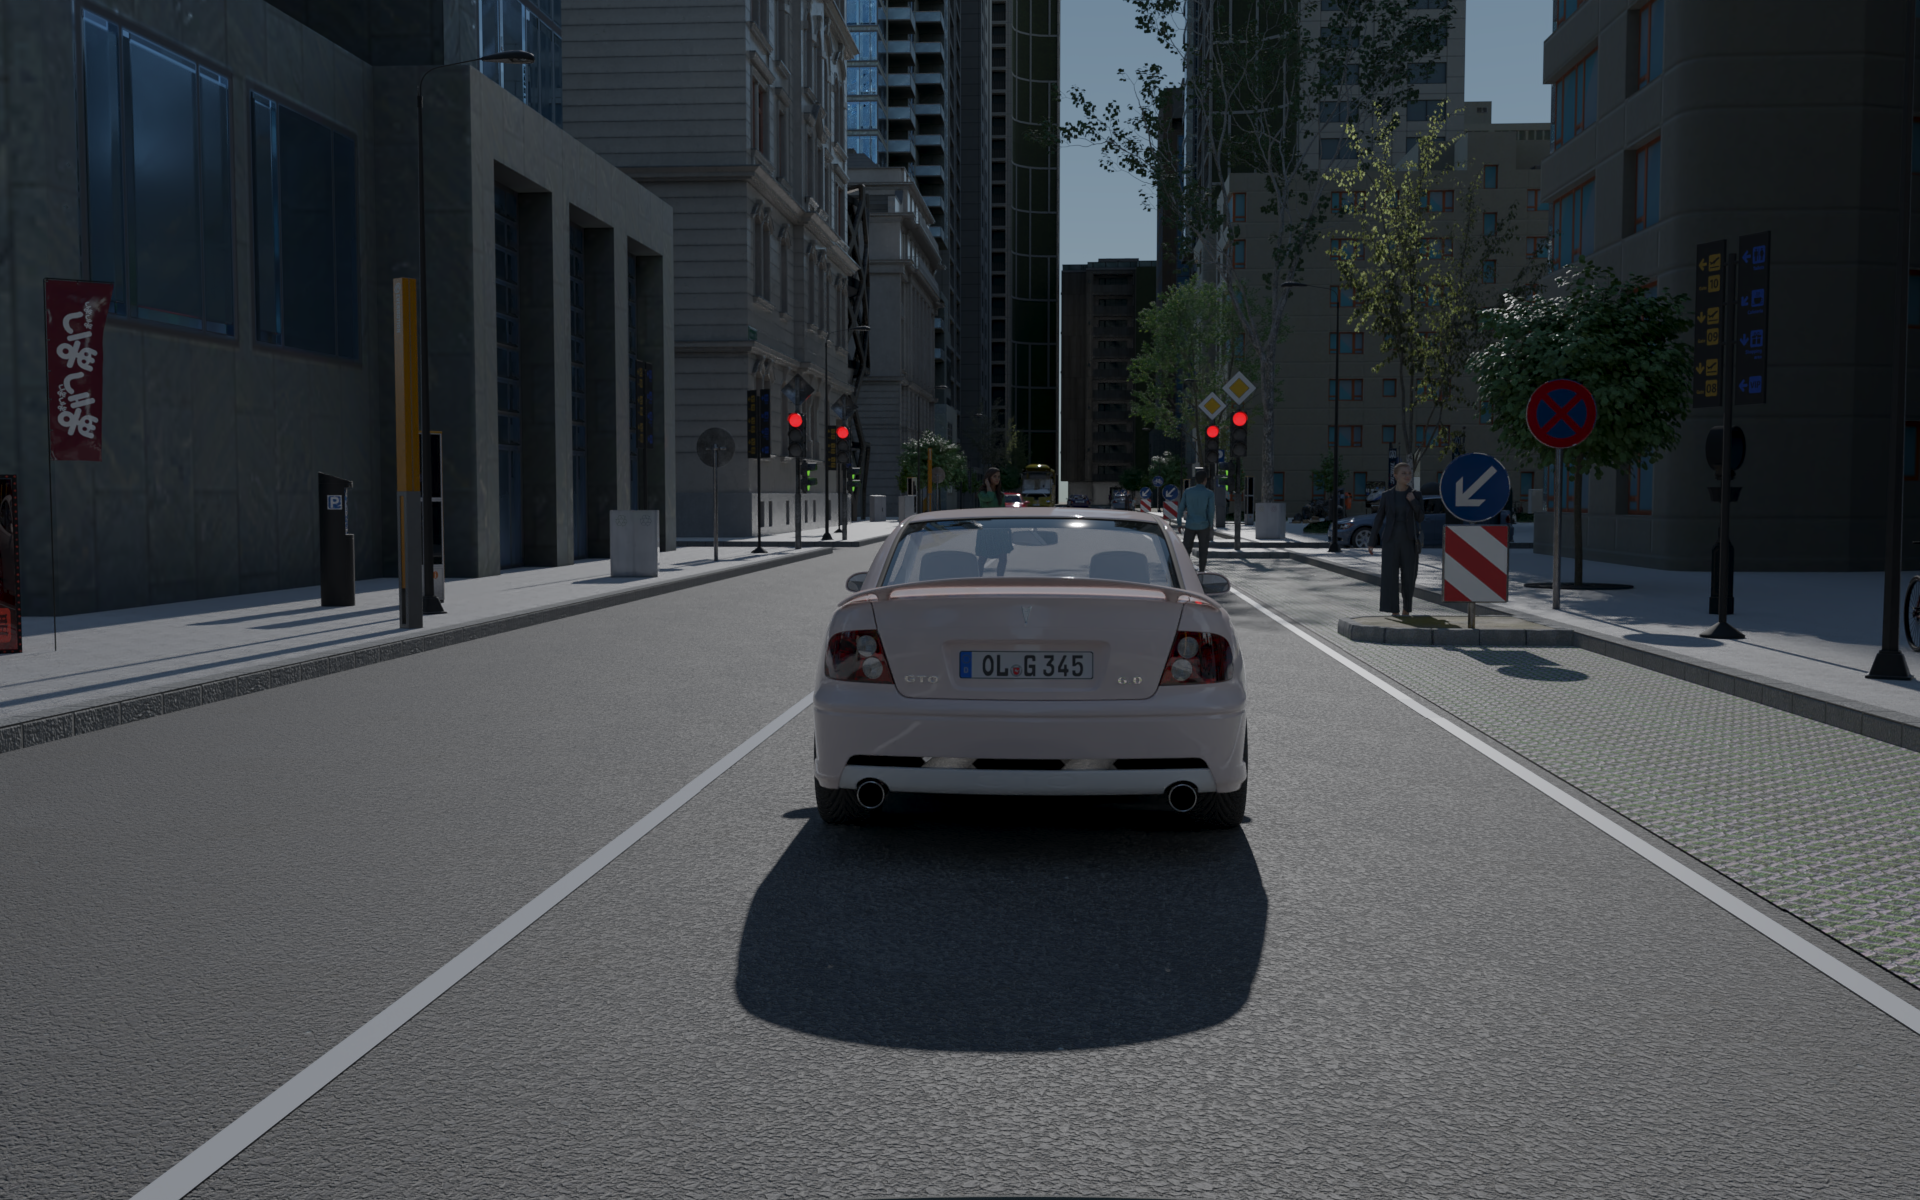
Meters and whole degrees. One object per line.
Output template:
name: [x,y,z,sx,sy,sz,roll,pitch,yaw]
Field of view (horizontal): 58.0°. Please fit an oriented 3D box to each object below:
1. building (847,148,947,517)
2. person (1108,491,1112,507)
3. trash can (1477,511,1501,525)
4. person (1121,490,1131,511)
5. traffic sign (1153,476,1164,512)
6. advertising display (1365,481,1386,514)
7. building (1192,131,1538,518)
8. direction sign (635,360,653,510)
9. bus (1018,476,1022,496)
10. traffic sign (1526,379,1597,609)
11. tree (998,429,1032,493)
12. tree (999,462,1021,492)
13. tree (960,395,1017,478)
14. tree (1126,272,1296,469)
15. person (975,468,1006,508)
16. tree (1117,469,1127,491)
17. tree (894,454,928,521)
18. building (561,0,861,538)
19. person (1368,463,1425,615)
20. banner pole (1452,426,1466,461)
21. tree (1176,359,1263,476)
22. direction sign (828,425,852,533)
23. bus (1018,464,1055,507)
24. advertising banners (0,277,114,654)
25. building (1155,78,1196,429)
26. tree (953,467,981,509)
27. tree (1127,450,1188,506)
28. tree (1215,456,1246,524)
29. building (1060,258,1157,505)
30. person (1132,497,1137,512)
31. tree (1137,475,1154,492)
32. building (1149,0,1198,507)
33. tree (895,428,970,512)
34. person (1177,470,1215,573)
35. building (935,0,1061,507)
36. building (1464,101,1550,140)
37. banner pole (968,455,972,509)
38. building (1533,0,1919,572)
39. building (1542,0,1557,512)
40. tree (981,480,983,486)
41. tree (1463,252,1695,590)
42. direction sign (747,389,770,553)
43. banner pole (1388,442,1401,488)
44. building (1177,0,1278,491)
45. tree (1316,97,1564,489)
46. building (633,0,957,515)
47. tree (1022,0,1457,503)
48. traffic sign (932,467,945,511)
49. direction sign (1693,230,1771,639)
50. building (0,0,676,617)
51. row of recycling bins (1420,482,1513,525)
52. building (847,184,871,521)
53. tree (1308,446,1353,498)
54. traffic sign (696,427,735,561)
building: [-8.384,-16.287,108.098,13.314,21.916,24.055,0,4,4]
person: [15.582,-10.475,180.450,0.721,1.739,1.217,0,4,-6]
trash can: [11.253,-1.554,37.061,0.748,1.137,0.748,0,3,0]
person: [12.586,-7.459,131.251,0.742,1.727,0.445,-1,4,-15]
traffic sign: [13.908,-7.432,121.626,0.768,2.556,0.104,1,4,10]
advertising display: [20.755,-4.974,86.539,0.974,1.923,0.123,1,4,20]
building: [29.273,-16.024,107.030,27.650,21.520,28.899,0,4,4]
direction sign: [-5.410,-2.308,29.739,0.379,3.537,0.876,0,4,7]
bus: [7.417,-10.700,166.496,2.896,3.916,12.252,0,4,5]
traffic sign: [6.645,-1.169,19.223,0.768,2.556,0.104,0,4,4]
tree: [6.179,-14.797,192.294,4.737,8.622,4.395,0,3,0]
tree: [5.009,-11.948,179.070,4.285,4.588,4.351,0,3,0]
tree: [2.199,-10.943,129.285,4.360,8.622,3.978,0,3,0]
tree: [11.381,-9.437,80.053,9.928,11.665,9.643,0,3,0]
person: [0.445,-0.935,24.037,0.529,1.795,0.600,3,5,43]
tree: [19.200,-12.773,192.556,4.285,4.588,4.351,0,3,0]
tree: [-2.508,-5.386,82.662,1.663,3.219,1.824,0,3,0]
building: [-11.558,-16.774,61.649,14.401,28.519,23.554,0,4,4]
person: [4.793,-0.614,18.964,0.576,1.772,0.534,0,4,-6]
banner pole: [18.316,-4.500,63.590,0.863,3.779,0.401,-2,4,-33]
tree: [13.368,-8.571,90.501,4.737,8.622,4.395,0,3,0]
direction sign: [-3.999,-3.992,57.269,0.876,3.537,0.379,-2,4,-25]
bus: [6.681,-9.525,147.285,2.896,3.916,12.252,0,4,4]
advertising banners: [-7.793,-1.074,13.740,2.074,3.025,0.090,-3,4,-38]
building: [28.472,-32.857,187.319,14.600,45.320,14.200,0,4,4]
tree: [0.134,-7.565,118.290,1.663,3.219,1.824,0,3,0]
tree: [15.395,-8.821,127.934,4.285,4.588,4.351,0,3,0]
tree: [11.747,-4.837,73.680,1.663,3.219,1.824,0,3,0]
building: [19.447,-27.122,215.139,14.107,30.474,14.160,0,4,4]
person: [11.548,-6.216,114.822,0.352,1.250,0.332,1,4,15]
tree: [16.862,-9.993,157.982,1.663,3.219,1.824,0,3,0]
building: [29.930,-52.029,163.350,22.319,86.520,31.000,0,4,4]
tree: [-1.521,-6.272,86.267,4.285,4.588,4.351,0,3,0]
person: [3.824,-1.203,28.192,0.660,1.820,0.620,1,4,21]
building: [2.162,-47.661,217.511,20.611,71.187,20.563,0,4,4]
building: [50.443,-29.703,177.530,23.993,40.220,32.217,0,4,4]
banner pole: [0.633,-7.381,110.699,0.401,3.779,0.863,-1,4,-15]
building: [25.230,-10.797,21.565,27.650,21.520,28.899,0,4,4]
building: [35.552,-26.798,57.751,30.456,49.044,23.786,0,4,4]
tree: [0.937,-7.967,124.864,1.663,3.219,1.824,0,3,0]
tree: [8.588,-2.449,23.753,4.285,4.588,4.351,0,3,0]
direction sign: [-4.366,-2.790,37.606,0.379,3.537,0.876,-3,4,-39]
banner pole: [20.875,-5.693,83.095,0.401,3.779,0.863,-3,5,-40]
building: [27.680,-42.807,138.154,20.563,71.187,20.611,0,4,4]
tree: [8.703,-5.024,32.503,4.360,8.622,3.978,0,3,0]
building: [-11.027,-50.465,137.778,22.319,86.520,31.000,0,4,4]
tree: [8.904,-12.264,56.404,12.611,20.169,13.585,0,3,0]
traffic sign: [-1.082,-5.004,81.924,0.768,2.556,0.104,1,4,12]
direction sign: [6.819,-1.431,15.386,0.379,3.537,0.876,-1,4,-17]
building: [-22.676,-43.669,26.661,31.000,86.520,22.319,0,4,4]
row of recycling bins: [17.470,-3.229,59.915,3.534,1.692,1.069,-1,4,-18]
building: [-12.877,-13.150,82.462,16.820,18.784,16.811,0,4,4]
tree: [14.895,-4.628,70.267,1.663,3.219,1.824,0,3,0]
traffic sign: [-4.669,-2.016,33.069,0.768,2.556,0.104,1,4,10]
